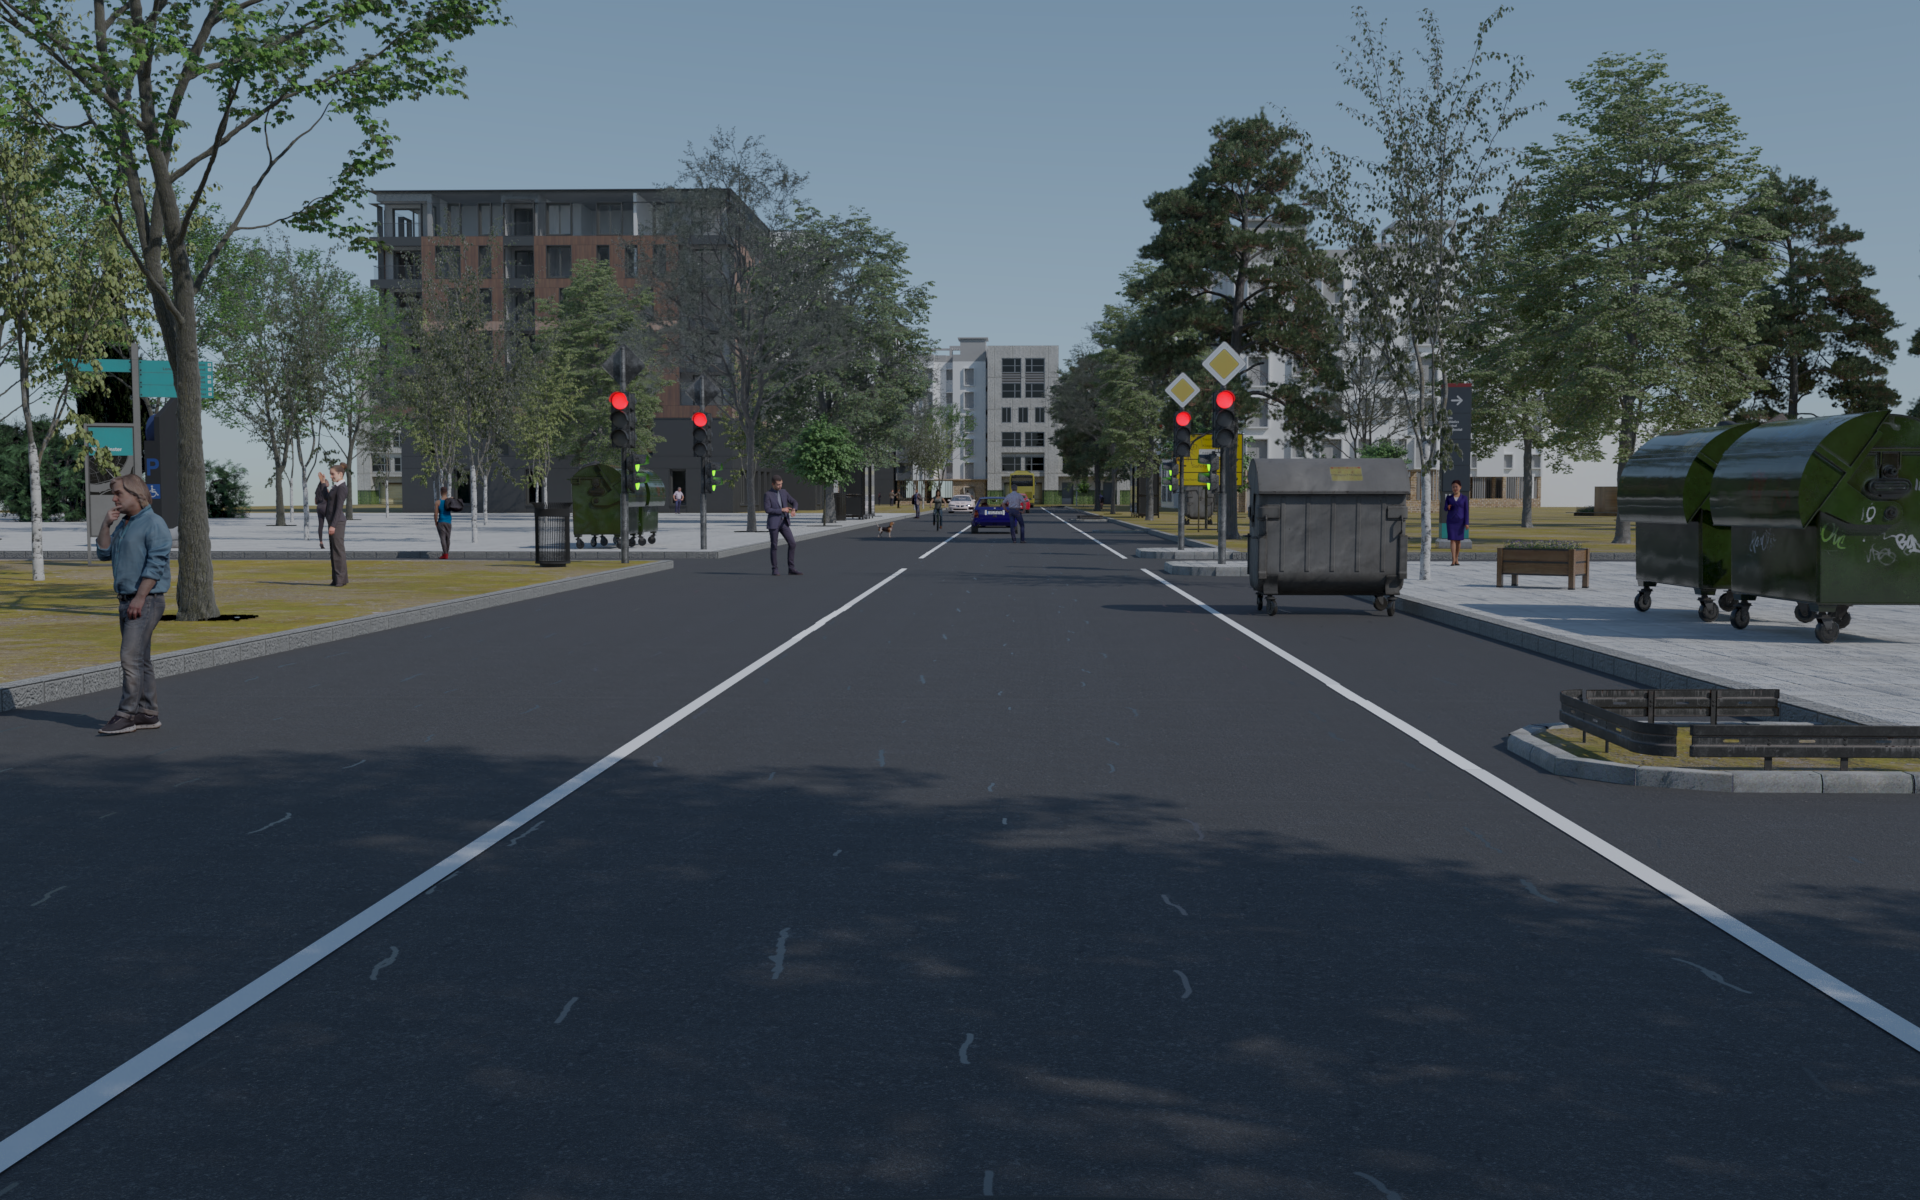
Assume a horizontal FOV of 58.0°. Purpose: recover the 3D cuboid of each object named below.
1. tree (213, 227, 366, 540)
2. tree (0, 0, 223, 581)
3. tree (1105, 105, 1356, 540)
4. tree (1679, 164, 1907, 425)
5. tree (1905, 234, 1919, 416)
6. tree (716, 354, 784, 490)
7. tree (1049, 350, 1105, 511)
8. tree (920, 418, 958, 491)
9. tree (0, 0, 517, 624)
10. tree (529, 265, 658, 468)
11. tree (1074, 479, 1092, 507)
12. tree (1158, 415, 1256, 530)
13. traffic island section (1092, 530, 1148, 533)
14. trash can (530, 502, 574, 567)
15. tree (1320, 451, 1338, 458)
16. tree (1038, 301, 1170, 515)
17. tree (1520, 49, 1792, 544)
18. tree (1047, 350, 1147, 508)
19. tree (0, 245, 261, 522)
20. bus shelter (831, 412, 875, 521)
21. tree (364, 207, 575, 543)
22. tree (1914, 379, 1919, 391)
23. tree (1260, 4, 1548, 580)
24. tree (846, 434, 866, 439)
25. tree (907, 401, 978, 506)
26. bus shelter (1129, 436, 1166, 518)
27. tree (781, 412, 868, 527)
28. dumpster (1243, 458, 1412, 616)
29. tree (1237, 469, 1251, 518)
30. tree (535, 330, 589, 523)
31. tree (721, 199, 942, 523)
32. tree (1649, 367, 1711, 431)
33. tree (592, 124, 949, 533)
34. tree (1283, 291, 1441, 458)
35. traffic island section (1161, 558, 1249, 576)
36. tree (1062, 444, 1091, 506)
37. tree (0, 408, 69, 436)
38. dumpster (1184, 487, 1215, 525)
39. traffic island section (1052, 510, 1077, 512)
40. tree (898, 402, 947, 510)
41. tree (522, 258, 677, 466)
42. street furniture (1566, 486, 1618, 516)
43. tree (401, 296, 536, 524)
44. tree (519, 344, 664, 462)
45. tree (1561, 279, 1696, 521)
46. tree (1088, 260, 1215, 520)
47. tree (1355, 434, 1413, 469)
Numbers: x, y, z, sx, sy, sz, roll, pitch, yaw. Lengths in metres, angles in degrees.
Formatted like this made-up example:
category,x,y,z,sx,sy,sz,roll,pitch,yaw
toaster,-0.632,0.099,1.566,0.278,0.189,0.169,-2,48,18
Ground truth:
category,x,y,z,sx,sy,sz,roll,pitch,yaw
tree,-18.115,-5.941,47.493,4.360,8.622,3.978,0,3,0
tree,-13.459,-4.596,25.500,4.737,8.622,4.395,0,3,0
tree,7.685,-7.756,48.863,6.751,12.117,7.091,0,3,0
tree,32.051,-9.719,66.329,7.806,13.903,7.818,0,3,0
tree,33.802,-8.197,56.075,6.751,12.117,7.091,0,3,0
tree,-10.426,-8.346,86.820,4.737,8.622,4.395,0,3,0
tree,10.317,-12.737,130.311,6.751,12.117,7.091,0,3,0
tree,-2.335,-13.169,165.675,4.737,8.622,4.395,0,3,0
tree,-7.936,-5.596,17.247,9.928,11.665,9.643,0,3,0
tree,-20.305,-11.467,94.912,7.806,13.903,7.818,0,3,0
tree,11.925,-10.570,167.422,1.663,3.219,1.824,0,3,0
tree,8.768,-4.790,62.034,4.285,4.588,4.351,0,3,0
traffic island section,5.914,-2.536,64.332,1.991,0.108,1.994,0,4,2
trash can,-7.171,-1.151,30.476,0.748,1.137,0.748,0,3,0
tree,15.267,-4.799,73.069,1.663,3.219,1.824,0,3,0
tree,9.779,-12.137,108.815,12.009,13.543,11.850,0,3,0
tree,17.539,-7.757,44.955,7.486,12.596,7.792,0,3,0
tree,12.318,-15.042,152.592,9.857,13.997,8.962,0,3,0
tree,-43.531,-11.270,86.086,13.155,14.587,18.604,0,4,-4
bus shelter,-5.515,-6.690,87.005,2.179,5.291,8.768,0,4,2
tree,-12.535,-5.808,45.320,4.360,8.622,3.978,0,3,0
tree,55.420,-11.519,90.164,13.155,14.587,18.604,0,4,7
tree,6.716,-4.597,25.530,4.360,8.622,3.978,0,3,0
tree,-7.588,-9.934,112.790,4.737,8.622,4.395,0,3,0
tree,-2.063,-16.091,188.849,9.928,11.665,9.643,0,3,0
bus shelter,10.418,-7.255,96.248,2.179,5.291,8.768,0,4,2
tree,-5.334,-5.199,68.714,4.285,4.588,4.351,0,3,0
dumpster,4.384,-0.769,20.791,1.865,1.857,1.264,0,4,3
tree,15.147,-6.078,93.980,1.663,3.219,1.824,0,3,0
tree,-18.648,-7.727,76.705,4.737,8.622,4.395,0,3,0
tree,-5.681,-10.364,76.098,9.857,13.997,8.962,0,3,0
tree,38.455,-8.658,91.914,4.737,8.622,4.395,0,3,0
tree,-7.067,-9.013,57.738,12.009,13.543,11.850,0,3,0
tree,24.530,-11.912,105.128,12.009,13.543,11.850,0,3,0
traffic island section,4.813,-0.576,31.701,2.009,0.180,2.903,0,4,2
tree,13.003,-14.787,192.126,4.737,8.622,4.395,0,3,0
tree,-57.007,-8.397,100.190,11.467,7.101,20.602,-2,4,-28
dumpster,9.946,-4.067,72.250,1.264,1.857,1.865,0,4,2
traffic island section,8.591,-7.314,142.455,1.991,0.108,1.994,0,4,2
tree,-3.487,-11.407,136.871,4.360,8.622,3.978,0,3,0
tree,-17.561,-10.152,84.107,7.486,12.596,7.792,0,3,0
street furniture,40.821,-5.787,101.476,9.812,1.723,11.010,-2,4,-33
tree,-19.162,-7.012,65.016,4.737,8.622,4.395,0,3,0
tree,-22.409,-10.439,105.094,8.767,10.594,7.601,-1,4,-18
tree,32.322,-9.630,83.205,9.928,11.665,9.643,0,3,0
tree,9.547,-10.156,84.182,7.486,12.596,7.792,0,3,0
tree,23.168,-6.806,94.996,4.285,4.588,4.351,0,3,0
